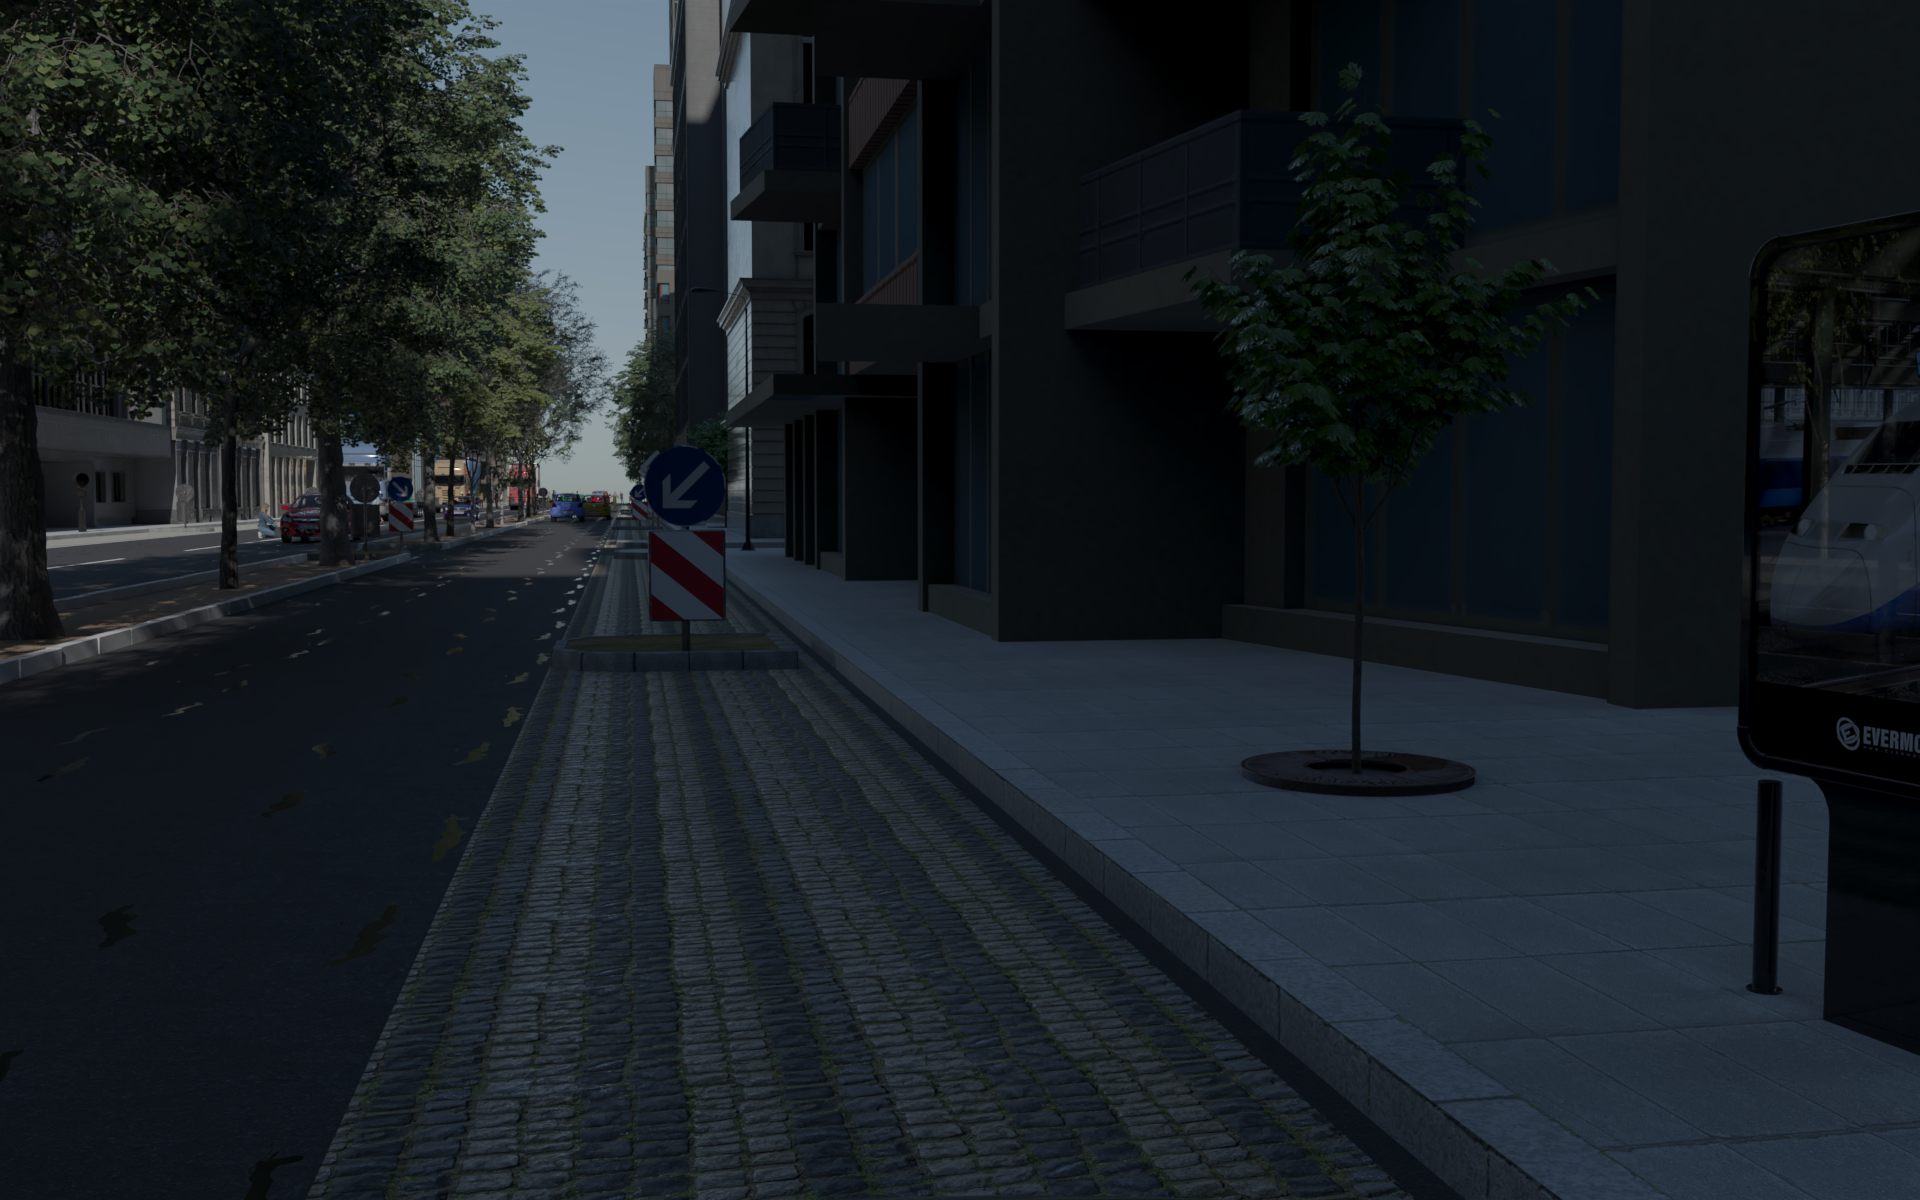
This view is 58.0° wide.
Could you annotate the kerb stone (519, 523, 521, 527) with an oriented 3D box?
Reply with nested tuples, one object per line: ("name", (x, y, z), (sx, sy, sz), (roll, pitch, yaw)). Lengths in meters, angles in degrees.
("kerb stone", (-18.945, -3.160, 73.881), (0.120, 0.150, 1.000), (-1, 4, -11))

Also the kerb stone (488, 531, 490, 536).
("kerb stone", (-15.865, -2.175, 57.754), (0.120, 0.150, 1.000), (-1, 4, -11))

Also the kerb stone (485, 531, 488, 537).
("kerb stone", (-15.664, -2.113, 56.745), (0.120, 0.150, 1.000), (-1, 4, -11))

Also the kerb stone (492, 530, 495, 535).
("kerb stone", (-16.246, -2.296, 59.775), (0.120, 0.150, 1.000), (-1, 4, -11))

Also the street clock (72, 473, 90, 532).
("street clock", (-29.592, -3.289, 58.350), (0.358, 2.002, 0.471), (3, 4, 37))

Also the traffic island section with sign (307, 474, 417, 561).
("traffic island section with sign", (-13.198, -1.836, 38.163), (2.006, 1.907, 1.989), (-1, 4, -11))

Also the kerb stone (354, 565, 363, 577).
("kerb stone", (-10.549, -0.481, 30.057), (0.120, 0.150, 1.000), (-1, 4, -11))

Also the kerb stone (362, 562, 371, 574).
("kerb stone", (-10.743, -0.542, 31.061), (0.120, 0.150, 1.000), (-1, 4, -11))

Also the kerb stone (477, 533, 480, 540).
("kerb stone", (-15.084, -1.928, 53.725), (0.120, 0.150, 1.000), (-1, 4, -11))

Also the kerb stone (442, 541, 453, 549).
("kerb stone", (-13.547, -1.436, 45.674), (0.120, 0.150, 1.000), (-1, 4, -11))

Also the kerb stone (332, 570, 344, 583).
("kerb stone", (-10.166, -0.355, 28.049), (0.120, 0.150, 1.000), (-1, 4, -11))

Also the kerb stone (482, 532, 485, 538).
("kerb stone", (-15.475, -2.048, 55.737), (0.120, 0.150, 1.000), (-1, 4, -11))

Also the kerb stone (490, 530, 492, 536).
("kerb stone", (-16.051, -2.237, 58.765), (0.120, 0.150, 1.000), (-1, 4, -11))

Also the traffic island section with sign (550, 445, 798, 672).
("traffic island section with sign", (-2.476, -0.378, 14.814), (1.989, 1.847, 2.006), (-1, 4, -11))

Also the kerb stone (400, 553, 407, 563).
("kerb stone", (-11.707, -0.850, 36.097), (0.120, 0.150, 1.000), (-1, 4, -11))

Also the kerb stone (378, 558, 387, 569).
("kerb stone", (-11.130, -0.666, 33.081), (0.120, 0.150, 1.000), (-1, 4, -11))

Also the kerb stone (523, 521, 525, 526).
("kerb stone", (-19.526, -3.346, 76.907), (0.120, 0.150, 1.000), (-1, 4, -11))

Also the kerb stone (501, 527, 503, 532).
("kerb stone", (-17.023, -2.543, 63.822), (0.120, 0.150, 1.000), (-1, 4, -11))

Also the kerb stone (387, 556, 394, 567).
("kerb stone", (-11.321, -0.727, 34.090), (0.120, 0.150, 1.000), (-1, 4, -11))

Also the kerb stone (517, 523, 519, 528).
("kerb stone", (-18.756, -3.099, 72.867), (0.120, 0.150, 1.000), (-1, 4, -11))

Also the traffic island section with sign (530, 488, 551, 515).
("traffic island section with sign", (-28.737, -6.795, 119.238), (2.006, 1.907, 1.989), (-1, 4, -11))

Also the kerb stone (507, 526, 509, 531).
("kerb stone", (-17.598, -2.731, 66.840), (0.120, 0.150, 1.000), (-1, 4, -11))

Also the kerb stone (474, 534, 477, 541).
("kerb stone", (-14.891, -1.863, 52.715), (0.120, 0.150, 1.000), (-1, 4, -11))

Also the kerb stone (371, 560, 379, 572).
("kerb stone", (-10.935, -0.596, 32.078), (0.120, 0.150, 1.000), (-1, 4, -11))

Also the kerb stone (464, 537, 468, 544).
("kerb stone", (-14.312, -1.681, 49.703), (0.120, 0.150, 1.000), (-1, 4, -11))

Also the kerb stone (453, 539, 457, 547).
("kerb stone", (-13.732, -1.496, 46.679), (0.120, 0.150, 1.000), (-1, 4, -11))

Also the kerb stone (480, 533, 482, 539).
("kerb stone", (-15.280, -1.986, 54.734), (0.120, 0.150, 1.000), (-1, 4, -11))

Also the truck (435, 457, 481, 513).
("truck", (-38.779, -8.843, 133.488), (2.839, 4.237, 11.283), (-1, 4, -9))

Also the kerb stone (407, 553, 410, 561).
("kerb stone", (-11.905, -0.912, 37.100), (0.120, 0.150, 1.000), (-1, 4, -11))

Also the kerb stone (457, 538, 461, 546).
("kerb stone", (-13.923, -1.557, 47.689), (0.120, 0.150, 1.000), (-1, 4, -11))

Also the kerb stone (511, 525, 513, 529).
("kerb stone", (-17.981, -2.854, 68.853), (0.120, 0.150, 1.000), (-1, 4, -11))

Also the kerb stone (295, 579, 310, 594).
("kerb stone", (-9.581, -0.167, 25.020), (0.120, 0.150, 1.000), (-1, 4, -11))

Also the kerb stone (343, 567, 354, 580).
("kerb stone", (-10.354, -0.419, 29.054), (0.120, 0.150, 1.000), (-1, 4, -11))

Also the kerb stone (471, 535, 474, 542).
("kerb stone", (-14.699, -1.802, 51.710), (0.120, 0.150, 1.000), (-1, 4, -11))

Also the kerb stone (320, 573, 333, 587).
("kerb stone", (-9.978, -0.296, 27.034), (0.120, 0.150, 1.000), (-1, 4, -11))

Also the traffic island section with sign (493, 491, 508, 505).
("traffic island section with sign", (-59.452, -13.095, 222.731), (1.989, 1.847, 2.006), (-1, 4, -11))

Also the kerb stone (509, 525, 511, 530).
("kerb stone", (-17.792, -2.792, 67.843), (0.120, 0.150, 1.000), (-1, 4, -11))

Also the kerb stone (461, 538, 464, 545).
("kerb stone", (-14.122, -1.621, 48.698), (0.120, 0.150, 1.000), (-1, 4, -11))

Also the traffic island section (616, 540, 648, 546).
("traffic island section", (-8.303, -1.511, 46.984), (2.009, 0.180, 2.903), (-1, 4, -11))

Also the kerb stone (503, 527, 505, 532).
("kerb stone", (-17.214, -2.608, 64.829), (0.120, 0.150, 1.000), (-1, 4, -11))

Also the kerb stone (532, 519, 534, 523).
("kerb stone", (-20.877, -3.771, 83.951), (0.120, 0.150, 1.000), (-1, 4, -11))

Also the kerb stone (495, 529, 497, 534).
("kerb stone", (-16.439, -2.359, 60.788), (0.120, 0.150, 1.000), (-1, 4, -11))

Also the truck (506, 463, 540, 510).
("truck", (-39.363, -10.256, 156.604), (2.839, 4.237, 11.283), (-1, 4, -12))

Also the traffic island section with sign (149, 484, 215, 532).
("traffic island section with sign", (-29.284, -3.465, 65.286), (1.989, 1.847, 2.006), (-1, 4, -11))

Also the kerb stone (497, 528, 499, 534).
("kerb stone", (-16.628, -2.419, 61.794), (0.120, 0.150, 1.000), (-1, 4, -11))

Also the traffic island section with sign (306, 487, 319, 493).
("traffic island section with sign", (-34.386, -5.094, 91.909), (1.989, 1.847, 2.006), (-1, 4, -11))

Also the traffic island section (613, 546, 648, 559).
("traffic island section", (-6.799, -1.031, 39.141), (2.009, 0.180, 2.903), (-1, 4, -11))

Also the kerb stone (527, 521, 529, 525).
("kerb stone", (-20.112, -3.526, 79.919), (0.120, 0.150, 1.000), (-1, 4, -11))

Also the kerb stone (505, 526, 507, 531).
("kerb stone", (-17.404, -2.665, 65.834), (0.120, 0.150, 1.000), (-1, 4, -11))

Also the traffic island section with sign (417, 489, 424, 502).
("traffic island section with sign", (-43.756, -8.085, 140.815), (1.989, 1.847, 2.006), (-1, 4, -11))

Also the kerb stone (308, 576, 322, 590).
("kerb stone", (-9.776, -0.234, 26.025), (0.120, 0.150, 1.000), (-1, 4, -11))

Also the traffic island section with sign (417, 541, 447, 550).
("traffic island section with sign", (-14.583, -2.282, 45.440), (2.006, 1.907, 1.989), (-1, 4, -11))

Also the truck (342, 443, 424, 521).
("truck", (-32.257, -6.544, 96.759), (2.967, 4.110, 18.799), (-1, 4, -11))

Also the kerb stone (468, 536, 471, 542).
("kerb stone", (-14.507, -1.744, 50.706), (0.120, 0.150, 1.000), (-1, 4, -11))

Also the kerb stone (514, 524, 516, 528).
("kerb stone", (-18.373, -2.976, 70.859), (0.120, 0.150, 1.000), (-1, 4, -11))

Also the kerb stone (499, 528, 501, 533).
("kerb stone", (-16.828, -2.479, 62.810), (0.120, 0.150, 1.000), (-1, 4, -11))

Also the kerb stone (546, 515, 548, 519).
("kerb stone", (-23.580, -4.640, 98.057), (0.120, 0.150, 1.000), (-1, 4, -11))

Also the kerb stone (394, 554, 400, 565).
("kerb stone", (-11.519, -0.789, 35.093), (0.120, 0.150, 1.000), (-1, 4, -11))
